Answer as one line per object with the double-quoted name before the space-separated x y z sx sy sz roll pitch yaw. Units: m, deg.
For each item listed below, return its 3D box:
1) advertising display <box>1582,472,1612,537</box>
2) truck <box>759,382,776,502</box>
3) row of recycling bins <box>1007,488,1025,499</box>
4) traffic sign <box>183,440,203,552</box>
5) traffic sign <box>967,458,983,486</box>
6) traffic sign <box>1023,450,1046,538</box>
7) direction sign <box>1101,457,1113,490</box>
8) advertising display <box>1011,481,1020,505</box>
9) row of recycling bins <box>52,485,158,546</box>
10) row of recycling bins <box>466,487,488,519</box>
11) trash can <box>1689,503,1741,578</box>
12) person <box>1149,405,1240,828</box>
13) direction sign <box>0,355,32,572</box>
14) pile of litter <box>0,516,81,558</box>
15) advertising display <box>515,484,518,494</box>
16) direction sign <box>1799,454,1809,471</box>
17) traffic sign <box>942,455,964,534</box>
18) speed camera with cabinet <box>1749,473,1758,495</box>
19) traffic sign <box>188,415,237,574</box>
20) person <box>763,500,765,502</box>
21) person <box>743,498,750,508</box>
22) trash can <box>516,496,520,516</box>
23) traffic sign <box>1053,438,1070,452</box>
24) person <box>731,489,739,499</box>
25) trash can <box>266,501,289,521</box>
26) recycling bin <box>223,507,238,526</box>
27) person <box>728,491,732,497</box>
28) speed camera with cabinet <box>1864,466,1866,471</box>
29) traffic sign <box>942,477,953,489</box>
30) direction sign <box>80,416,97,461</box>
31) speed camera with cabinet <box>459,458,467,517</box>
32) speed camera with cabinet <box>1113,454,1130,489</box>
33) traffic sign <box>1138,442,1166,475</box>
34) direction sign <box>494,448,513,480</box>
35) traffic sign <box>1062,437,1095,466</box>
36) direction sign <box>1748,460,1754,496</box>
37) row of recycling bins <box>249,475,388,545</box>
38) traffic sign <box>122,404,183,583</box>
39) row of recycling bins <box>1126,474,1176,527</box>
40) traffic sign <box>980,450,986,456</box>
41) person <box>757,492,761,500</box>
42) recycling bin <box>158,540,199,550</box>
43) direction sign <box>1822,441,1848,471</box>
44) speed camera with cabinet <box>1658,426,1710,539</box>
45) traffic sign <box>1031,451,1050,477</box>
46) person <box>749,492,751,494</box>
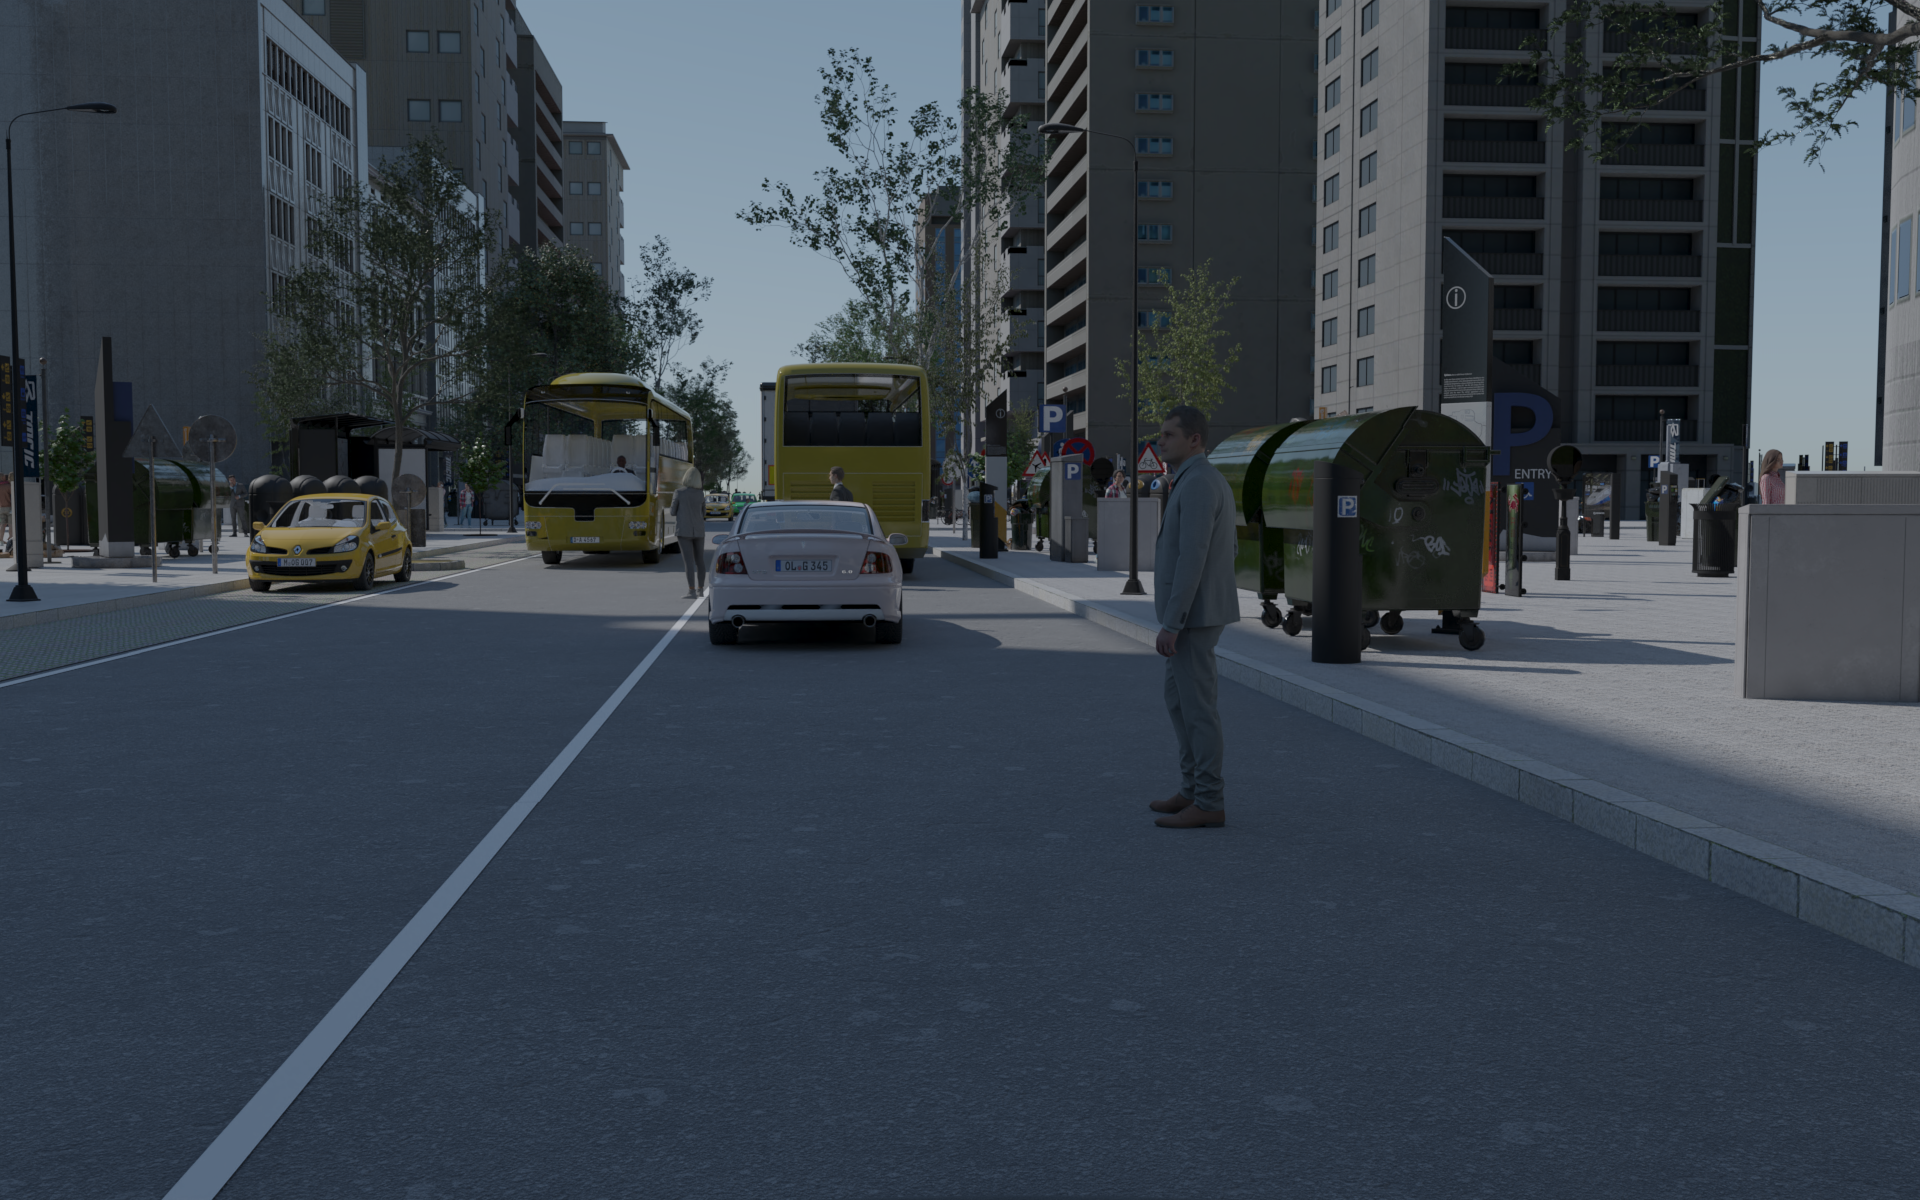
"advertising display" 19.060 -2.845 51.728 0.974 1.923 0.123 -1 4 -9
"truck" -4.270 -3.676 49.010 2.839 4.237 11.283 0 4 -5
"row of recycling bins" 3.267 -6.999 121.543 3.534 1.692 1.069 3 5 42
"traffic sign" -16.689 -2.319 38.020 0.768 2.556 0.104 0 4 2
"traffic sign" 0.553 -3.570 58.471 0.768 2.556 0.104 0 3 0
"traffic sign" 2.255 -3.108 50.811 0.884 2.594 0.081 0 4 -1
"direction sign" 8.956 -6.952 105.661 0.876 3.537 0.379 3 5 40
"advertising display" 2.149 -3.774 66.918 0.123 1.923 0.974 -1 4 -12
"row of recycling bins" -21.015 -2.204 43.141 3.534 1.692 1.069 1 4 15
"row of recycling bins" -24.984 -5.147 91.258 1.069 1.692 3.534 -3 5 -41
"trash can" 11.668 -0.927 26.805 0.748 1.137 0.748 0 3 0
"person" 1.015 0.068 7.496 0.391 1.810 0.635 0 4 7
"direction sign" -15.650 -2.244 28.688 0.379 3.537 0.876 0 4 -5
"pile of litter" -18.650 -1.282 34.930 1.719 0.858 1.176 0 4 -2
"advertising display" -30.008 -6.739 115.402 0.974 1.923 0.123 -1 4 -15
"direction sign" 48.389 -6.569 99.406 0.379 3.537 0.876 0 4 -7
"traffic sign" -0.191 -3.436 56.289 0.768 2.556 0.104 0 4 -3
"speed camera with cabinet" 60.392 -8.517 133.588 0.660 3.252 2.038 -3 5 -39
"traffic sign" -12.002 -1.696 27.828 0.768 2.556 0.104 0 4 -2
"person" -31.688 -16.577 279.524 1.348 1.826 0.705 2 4 34
"person" -9.381 -3.846 76.069 0.352 1.250 0.332 0 4 8
"trash can" -26.457 -5.567 102.669 0.748 1.137 0.748 0 3 0
"traffic sign" 2.432 -2.426 39.768 0.768 2.556 0.104 0 4 -2
"person" -16.034 -7.087 124.358 0.794 1.824 0.713 -1 4 -13
"trash can" -13.120 -1.353 33.776 0.748 1.137 0.748 0 3 0
"recycling bin" -29.591 -3.562 70.790 0.722 1.027 0.722 1 4 9
"person" -36.511 -16.349 273.433 1.350 1.814 0.705 -1 4 -10
"speed camera with cabinet" 63.775 -7.908 123.627 2.038 3.252 0.660 1 4 22
"traffic sign" -0.701 -6.201 101.485 0.768 2.556 0.104 0 4 -1
"direction sign" -25.123 -3.577 50.477 0.876 3.537 0.379 -3 5 -44
"speed camera with cabinet" -27.457 -6.223 96.074 0.660 3.252 2.038 -1 4 -8
"speed camera with cabinet" 8.113 -5.980 92.116 2.038 3.252 0.660 -2 4 -26
"traffic sign" 4.737 -2.667 43.608 0.884 2.594 0.081 0 4 4
"direction sign" -22.353 -5.682 84.903 0.876 3.537 0.379 0 4 -6
"traffic sign" 2.643 -2.372 38.881 0.768 2.556 0.104 0 4 1
"direction sign" 53.147 -7.627 116.701 0.876 3.537 0.379 -2 4 -29
"row of recycling bins" -14.073 -1.907 38.294 1.069 1.692 3.534 2 4 28
"traffic sign" -11.686 -1.533 25.062 0.884 2.594 0.081 0 4 2
"row of recycling bins" 4.436 -1.724 35.297 1.069 1.692 3.534 -1 4 -21
"traffic sign" 0.871 -2.744 44.974 0.768 2.556 0.104 0 4 -5
"person" -29.269 -14.943 253.535 1.217 1.735 0.721 -3 4 -38
"recycling bin" -18.009 -1.676 39.961 0.722 1.027 0.722 3 5 41
"direction sign" 37.608 -5.040 74.404 0.876 3.537 0.379 2 4 32
"speed camera with cabinet" 20.805 -3.369 49.423 0.660 3.252 2.038 -1 4 -15
"traffic sign" 2.583 -3.226 52.754 0.884 2.594 0.081 0 4 -3
"person" -28.095 -13.647 232.077 0.568 1.767 0.683 -3 4 -37
